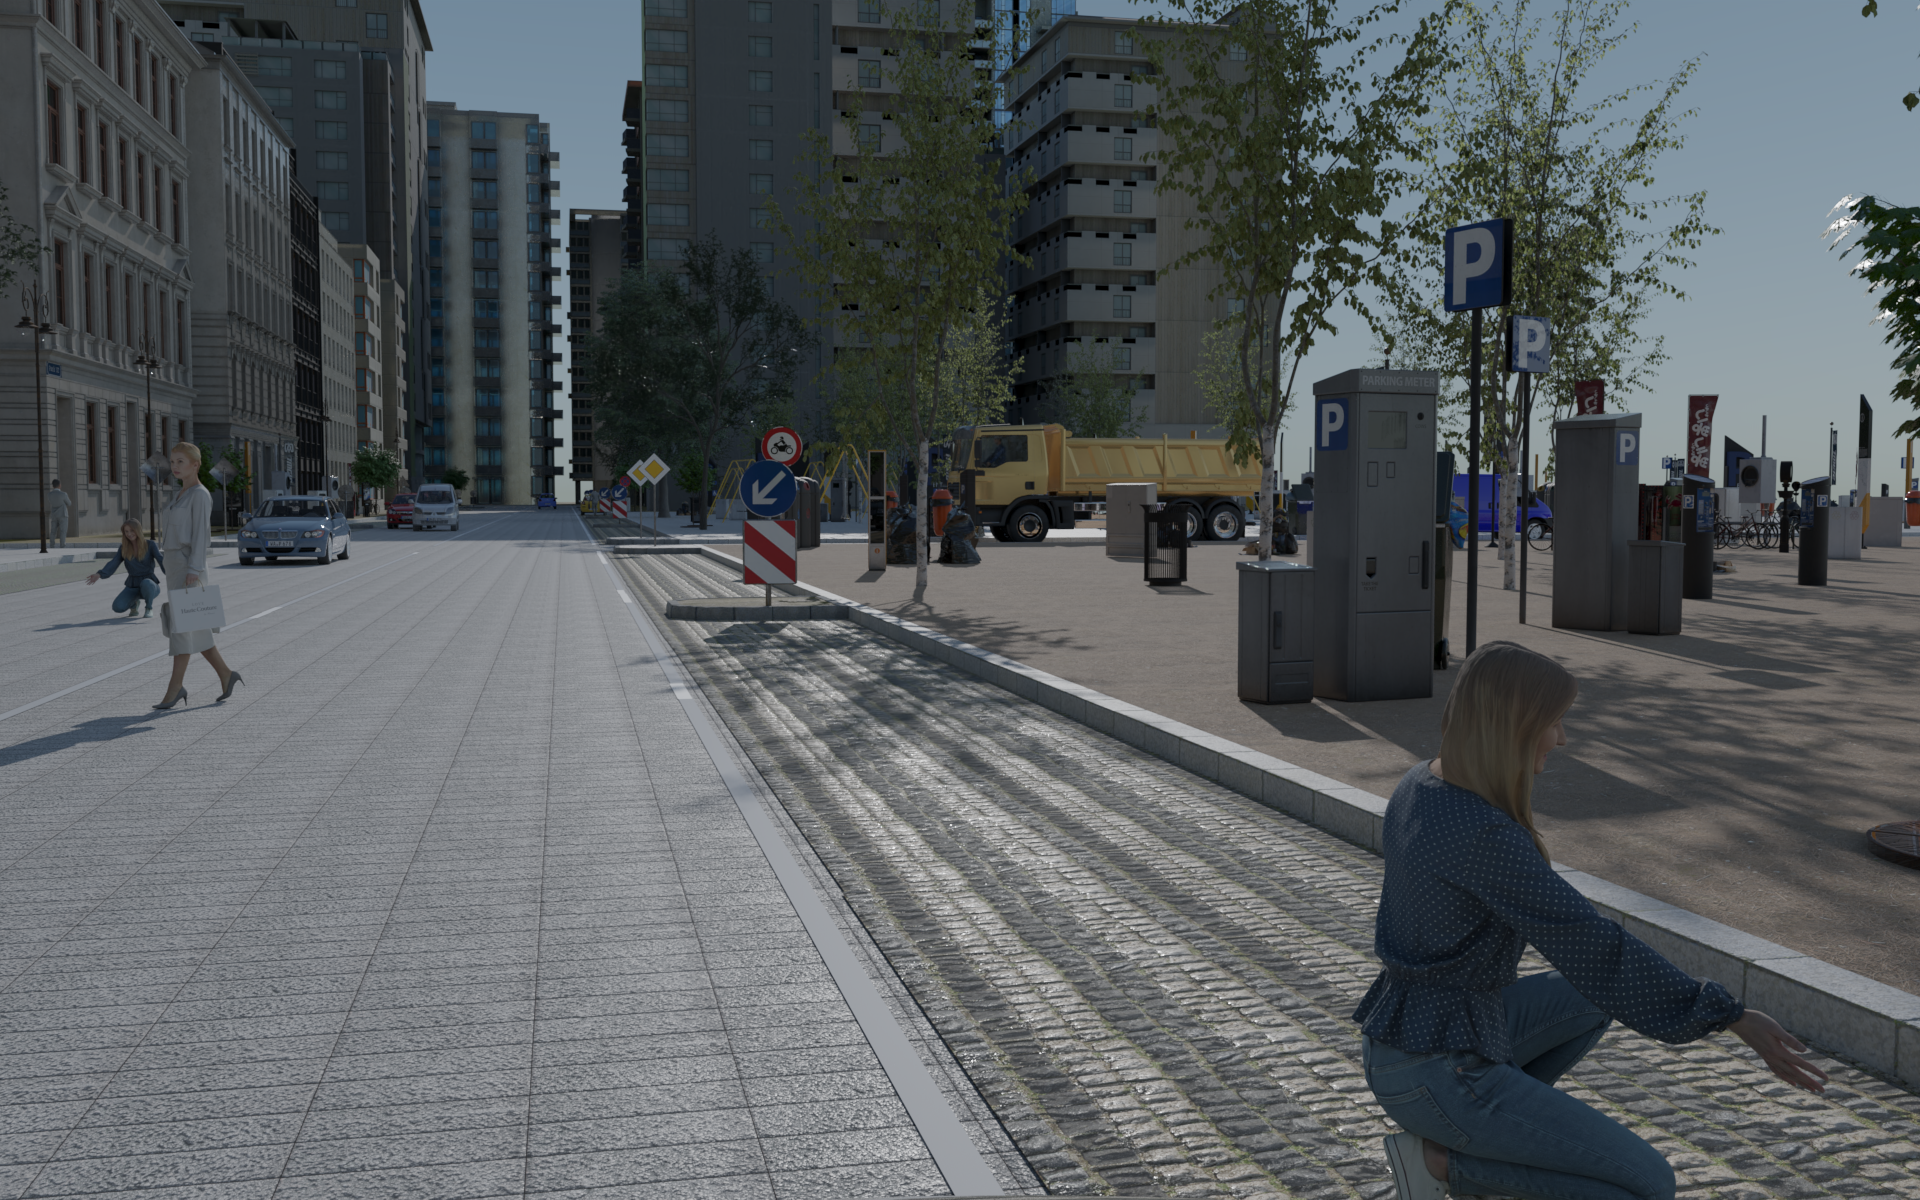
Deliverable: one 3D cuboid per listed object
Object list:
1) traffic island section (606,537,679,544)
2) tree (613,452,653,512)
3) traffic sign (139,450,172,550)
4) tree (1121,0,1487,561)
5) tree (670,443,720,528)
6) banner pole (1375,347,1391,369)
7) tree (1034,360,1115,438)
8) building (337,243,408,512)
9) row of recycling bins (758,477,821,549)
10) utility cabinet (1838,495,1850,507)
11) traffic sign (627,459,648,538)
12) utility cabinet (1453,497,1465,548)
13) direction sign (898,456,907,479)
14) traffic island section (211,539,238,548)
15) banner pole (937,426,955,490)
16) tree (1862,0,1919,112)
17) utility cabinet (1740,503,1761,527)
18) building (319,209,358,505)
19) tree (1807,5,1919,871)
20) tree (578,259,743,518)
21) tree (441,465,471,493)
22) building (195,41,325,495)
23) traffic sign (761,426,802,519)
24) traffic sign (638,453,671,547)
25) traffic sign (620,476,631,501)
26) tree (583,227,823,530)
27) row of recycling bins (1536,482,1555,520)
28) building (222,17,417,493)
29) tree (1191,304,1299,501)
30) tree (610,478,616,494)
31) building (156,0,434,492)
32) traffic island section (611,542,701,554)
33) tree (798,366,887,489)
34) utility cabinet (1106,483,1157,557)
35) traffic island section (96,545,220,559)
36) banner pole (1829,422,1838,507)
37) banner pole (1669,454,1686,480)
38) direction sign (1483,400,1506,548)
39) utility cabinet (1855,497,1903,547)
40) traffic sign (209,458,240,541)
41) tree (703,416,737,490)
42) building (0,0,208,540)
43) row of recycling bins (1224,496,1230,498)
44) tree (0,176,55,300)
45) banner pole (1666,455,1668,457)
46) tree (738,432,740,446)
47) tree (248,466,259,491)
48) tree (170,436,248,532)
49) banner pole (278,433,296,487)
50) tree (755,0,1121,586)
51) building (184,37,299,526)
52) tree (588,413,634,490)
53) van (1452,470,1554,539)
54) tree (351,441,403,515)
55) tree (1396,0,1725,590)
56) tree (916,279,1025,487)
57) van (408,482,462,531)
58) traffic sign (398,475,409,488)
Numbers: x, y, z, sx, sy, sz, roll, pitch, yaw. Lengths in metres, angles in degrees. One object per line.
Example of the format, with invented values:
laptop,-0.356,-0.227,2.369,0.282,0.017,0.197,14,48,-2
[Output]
traffic island section,-9.218,-1.706,50.169,2.009,0.180,2.903,-1,4,-13
tree,-23.597,-8.679,125.609,4.285,4.588,4.351,0,3,0
traffic sign,-18.427,-2.213,39.826,0.795,2.450,0.064,-1,4,-13
tree,3.592,-4.197,18.976,4.737,8.622,4.395,0,3,0
tree,-10.288,-4.544,68.899,1.663,3.219,1.824,0,3,0
banner pole,7.279,-2.439,29.894,0.401,3.779,0.863,0,4,-4
tree,6.222,-8.890,95.710,4.360,8.622,3.978,0,3,0
building,-57.669,-17.495,131.080,27.650,21.520,28.899,-1,4,-13
row of recycling bins,-4.052,-2.070,40.955,1.069,1.692,3.534,0,4,7
utility cabinet,52.875,-5.632,103.244,1.020,1.237,0.306,-1,4,-13
traffic sign,-9.239,-2.841,50.087,0.795,2.450,0.064,-1,4,-13
utility cabinet,11.469,-1.842,41.285,1.020,1.237,0.306,0,4,-3
direction sign,-3.425,-6.804,103.238,0.379,3.537,0.876,3,4,37
traffic island section,-20.227,-1.553,47.668,2.009,0.180,2.903,-1,4,-13
banner pole,-0.565,-4.513,63.799,0.863,3.779,0.401,0,4,7
tree,6.532,-3.644,9.936,4.737,8.622,4.395,0,3,0
utility cabinet,30.371,-3.556,66.813,0.318,1.500,1.173,-1,4,-20
building,-44.344,-15.524,108.568,10.420,20.320,16.860,-1,4,-13
tree,3.876,-0.691,5.901,1.663,3.219,1.824,0,3,0
tree,-16.066,-11.444,93.770,9.857,13.997,8.962,0,3,0
tree,-57.075,-12.980,195.937,4.285,4.588,4.351,0,3,0
building,-41.655,-16.066,92.351,12.332,23.373,15.834,-1,4,-13
traffic sign,-3.363,-1.997,32.753,0.768,2.556,0.104,0,4,-5
traffic sign,-7.460,-2.364,42.302,0.795,2.450,0.064,-1,4,-13
traffic sign,-23.466,-7.421,121.447,0.768,2.556,0.104,0,4,-7
tree,-9.173,-7.766,61.380,8.767,10.594,7.601,0,4,-8
row of recycling bins,19.909,-3.095,57.711,1.069,1.692,3.534,1,4,10
building,-56.273,-28.710,152.998,14.154,41.232,14.086,-1,4,-13
tree,11.050,-7.202,68.111,4.360,8.622,3.978,0,3,0
tree,-36.152,-11.412,181.188,1.663,3.219,1.824,0,3,0
building,-67.870,-35.771,174.088,27.495,52.752,28.713,-1,4,-13
traffic island section,-7.439,-1.230,42.384,2.009,0.180,2.903,-1,4,-13
tree,-7.045,-9.058,98.468,4.360,8.622,3.978,0,3,0
utility cabinet,3.449,-1.610,35.007,0.318,1.500,1.173,-3,4,-38
traffic island section,-18.448,-1.077,39.883,2.009,0.180,2.903,-1,4,-13
banner pole,30.141,-4.271,59.841,0.401,3.779,0.863,1,4,10
banner pole,44.491,-7.174,107.304,0.401,3.779,0.863,-3,5,-42
direction sign,12.803,-3.029,41.529,0.876,3.537,0.379,-3,5,-39
utility cabinet,22.543,-1.918,42.529,1.020,1.237,0.306,1,4,17
traffic sign,-20.206,-2.689,47.611,0.795,2.450,0.064,-1,4,-13
tree,-16.725,-10.060,114.839,4.360,8.622,3.978,0,3,0
building,-32.748,-13.488,56.689,11.583,22.565,21.152,-1,4,-13
row of recycling bins,19.793,-7.383,127.824,1.069,1.692,3.534,1,4,22
tree,-17.429,-5.560,25.322,8.767,10.594,7.601,1,4,17
banner pole,45.731,-7.430,111.494,0.863,3.779,0.401,2,4,29
tree,-11.466,-9.758,109.912,4.737,8.622,4.395,0,3,0
tree,-25.427,-4.045,60.736,1.663,3.219,1.824,0,3,0
tree,-25.404,-3.895,58.286,1.663,3.219,1.824,0,3,0
banner pole,-27.528,-4.938,70.752,0.401,3.779,0.863,3,5,41
tree,-0.628,-4.521,24.274,4.737,8.622,4.395,0,3,0
building,-35.633,-13.895,76.340,9.793,20.994,18.267,-1,4,-13
tree,-29.008,-11.969,146.049,4.360,8.622,3.978,0,3,0
van,14.945,-2.867,51.266,5.245,2.365,2.240,-1,4,-13
tree,-35.902,-7.502,106.373,4.285,4.588,4.351,0,3,0
tree,7.619,-4.450,23.115,4.360,8.622,3.978,0,3,0
tree,0.220,-6.702,59.936,4.360,8.622,3.978,0,3,0
van,-20.543,-3.724,67.898,2.013,2.044,4.112,-1,4,-15
traffic sign,-38.666,-7.353,120.222,0.884,2.594,0.081,0,4,-8
